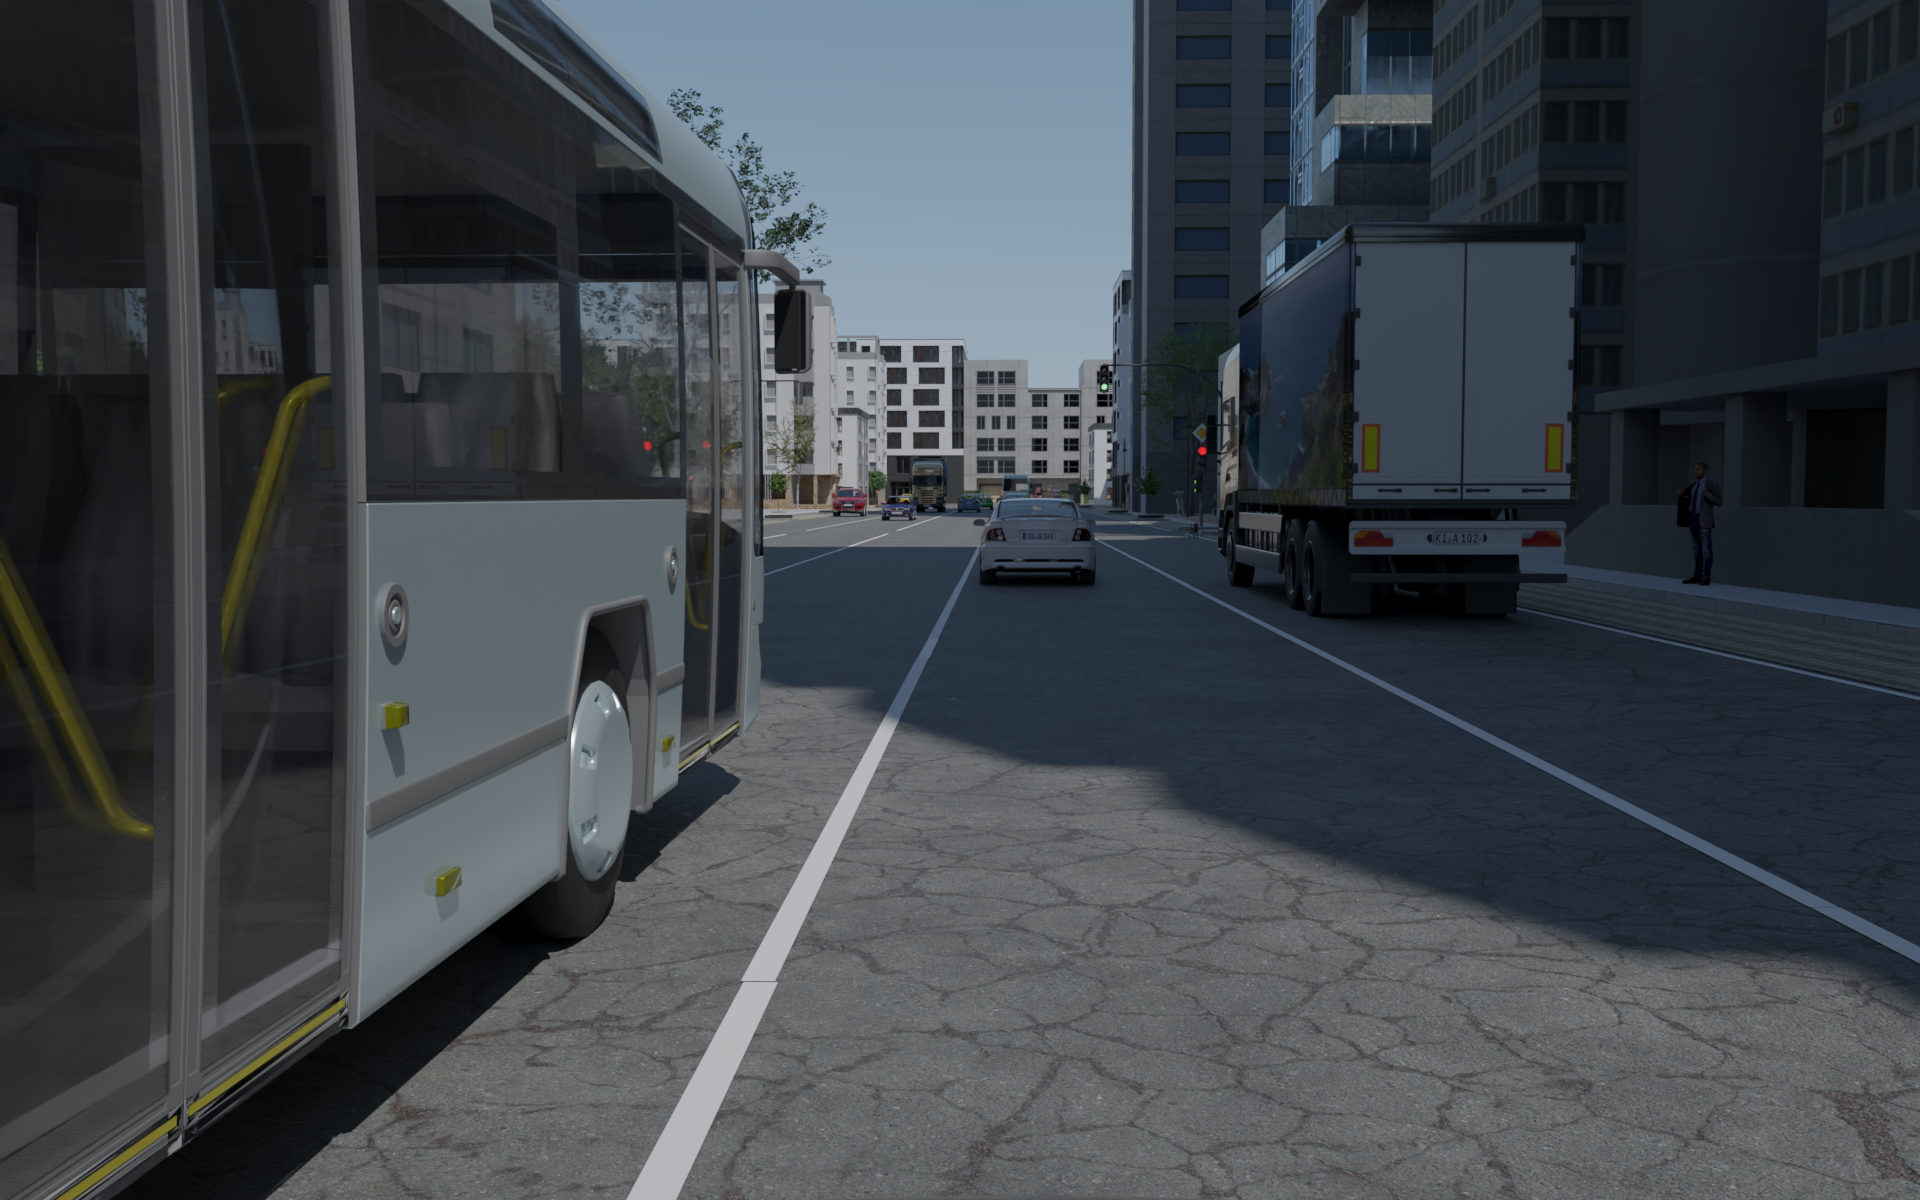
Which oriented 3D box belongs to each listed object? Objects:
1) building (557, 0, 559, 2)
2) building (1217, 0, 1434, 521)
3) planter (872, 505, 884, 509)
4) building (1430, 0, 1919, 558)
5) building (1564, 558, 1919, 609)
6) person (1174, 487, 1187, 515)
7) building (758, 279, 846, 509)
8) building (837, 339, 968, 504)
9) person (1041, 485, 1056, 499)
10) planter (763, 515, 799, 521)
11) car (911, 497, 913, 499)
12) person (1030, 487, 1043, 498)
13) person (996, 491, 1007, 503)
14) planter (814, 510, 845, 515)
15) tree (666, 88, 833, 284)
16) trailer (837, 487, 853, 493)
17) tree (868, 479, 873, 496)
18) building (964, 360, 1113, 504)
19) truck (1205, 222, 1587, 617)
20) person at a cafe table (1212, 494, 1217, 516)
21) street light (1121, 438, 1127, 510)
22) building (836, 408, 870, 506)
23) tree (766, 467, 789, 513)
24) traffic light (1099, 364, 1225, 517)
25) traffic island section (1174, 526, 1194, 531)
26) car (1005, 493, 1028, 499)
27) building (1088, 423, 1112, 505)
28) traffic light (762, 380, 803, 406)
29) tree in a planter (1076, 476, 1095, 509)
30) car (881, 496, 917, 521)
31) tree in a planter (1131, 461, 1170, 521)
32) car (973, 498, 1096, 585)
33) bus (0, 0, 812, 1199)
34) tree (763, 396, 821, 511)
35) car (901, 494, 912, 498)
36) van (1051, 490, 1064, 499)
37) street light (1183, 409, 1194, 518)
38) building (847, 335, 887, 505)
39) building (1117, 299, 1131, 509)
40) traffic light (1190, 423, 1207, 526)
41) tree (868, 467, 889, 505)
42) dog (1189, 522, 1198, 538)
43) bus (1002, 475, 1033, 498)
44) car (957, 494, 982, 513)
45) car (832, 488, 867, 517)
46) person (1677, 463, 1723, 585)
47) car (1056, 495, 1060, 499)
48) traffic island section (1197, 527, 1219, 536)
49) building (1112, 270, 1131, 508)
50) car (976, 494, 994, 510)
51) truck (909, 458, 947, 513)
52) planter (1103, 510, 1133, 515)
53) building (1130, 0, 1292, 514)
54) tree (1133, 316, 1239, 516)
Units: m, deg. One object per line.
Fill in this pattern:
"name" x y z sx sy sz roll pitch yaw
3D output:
"building" -24.032 -37.389 49.568 20.611 71.187 20.563 0 4 2
"building" 27.555 -46.729 76.699 31.000 86.520 22.319 0 4 2
"planter" -7.699 -9.189 171.383 1.991 0.319 1.994 0 4 2
"building" 26.762 -21.737 47.278 32.217 40.220 23.993 0 4 2
"building" 26.930 -20.251 22.989 32.217 40.220 23.993 0 4 2
"person" 13.332 -6.007 104.986 0.841 1.734 0.376 0 4 -6
"building" -18.707 -17.988 150.524 16.016 20.091 11.380 0 4 2
"building" -15.422 -24.363 242.303 32.646 21.610 27.936 0 4 2
"person" 3.004 -3.109 60.026 0.565 1.739 0.600 -2 4 -30
"planter" -9.783 -4.445 93.808 1.991 0.319 1.994 0 4 2
"car" -4.463 -10.899 186.997 1.959 1.807 4.718 0 4 2
"person" 2.148 -2.349 48.379 0.415 1.643 0.593 1 4 21
"person" 1.507 -3.029 60.294 0.482 1.546 0.388 -2 4 -30
"planter" -9.062 -6.092 120.742 1.991 0.319 1.994 0 4 2
"tree" -11.891 -13.657 79.180 12.611 20.169 13.585 0 3 0
"trailer" -9.040 -7.857 135.508 1.471 1.999 3.904 0 4 3
"tree" -10.435 -12.433 197.883 1.663 3.219 1.824 0 3 0
"building" 16.487 -22.608 236.093 31.486 18.905 16.747 0 4 2
"truck" 5.305 -2.115 23.490 2.839 4.237 11.283 0 4 1
"person at a cafe table" 15.300 -5.645 100.806 1.698 1.524 1.622 3 5 43
"street light" 13.595 -10.425 143.234 0.468 5.910 1.993 0 4 2
"building" -14.024 -14.672 182.033 9.099 9.664 28.070 0 4 2
"tree" -12.733 -7.688 120.292 1.663 3.219 1.824 0 3 0
"traffic light" 7.235 -5.247 60.452 4.771 5.953 1.251 0 4 2
"traffic island section" 9.582 -2.835 68.633 2.009 0.180 2.903 0 4 2
"car" 3.429 -5.856 104.548 1.959 1.807 4.718 0 4 3
"building" 20.340 -16.082 205.086 9.099 9.664 28.070 0 4 2
"traffic light" -8.638 -5.771 69.024 4.771 5.953 1.251 0 4 2
"tree in a planter" 12.322 -10.622 170.892 1.991 3.239 1.994 0 4 2
"car" -3.308 -4.992 94.204 1.945 1.354 3.894 0 4 2
"tree in a planter" 10.243 -5.877 93.316 1.991 3.239 1.994 0 4 2
"car" 1.253 -1.008 28.835 2.083 1.381 4.827 0 4 1
"bus" -2.553 -0.487 2.824 2.948 3.499 13.247 0 4 3
"tree" -12.243 -10.909 128.732 4.737 8.622 4.395 0 3 0
"car" -6.703 -12.669 217.357 2.015 1.641 3.980 0 4 0
"van" 10.218 -11.004 186.930 2.013 2.044 4.112 0 4 2
"street light" 12.377 -7.414 94.009 0.468 5.910 1.993 0 4 2
"building" -14.935 -21.790 212.681 11.380 20.091 16.016 0 4 2
"building" 22.028 -18.105 152.430 16.016 20.091 11.380 0 4 2
"traffic light" 9.542 -4.868 68.520 0.839 4.253 0.868 0 4 2
"tree" -10.000 -13.411 202.989 4.285 4.588 4.351 0 3 0
"dog" 7.574 -2.255 56.149 0.406 0.507 0.540 -1 4 -11
"bus" 5.587 -10.707 169.920 2.948 3.499 13.247 0 4 3
"car" 0.742 -7.492 134.500 2.014 1.417 4.499 0 4 3
"car" -7.047 -6.268 111.153 2.281 1.827 5.304 0 4 0
"person" 10.404 -1.075 24.434 0.431 1.722 0.655 -1 4 -13
"car" 9.632 -10.250 180.175 1.945 1.354 3.894 0 4 2
"traffic island section" 9.368 -2.347 60.650 2.009 0.180 2.903 0 4 2
"building" 29.139 -20.196 174.173 27.936 21.610 32.646 0 4 2
"car" 2.095 -9.054 156.828 1.959 1.807 4.718 0 3 0
"truck" -2.401 -9.110 137.859 2.839 4.237 11.283 0 4 1
"planter" 10.964 -6.067 120.339 1.991 0.319 1.994 0 4 2
"building" 22.805 -35.557 123.364 21.231 58.520 28.212 0 4 2
"tree" 13.656 -10.723 101.080 9.928 11.665 9.643 0 3 0
